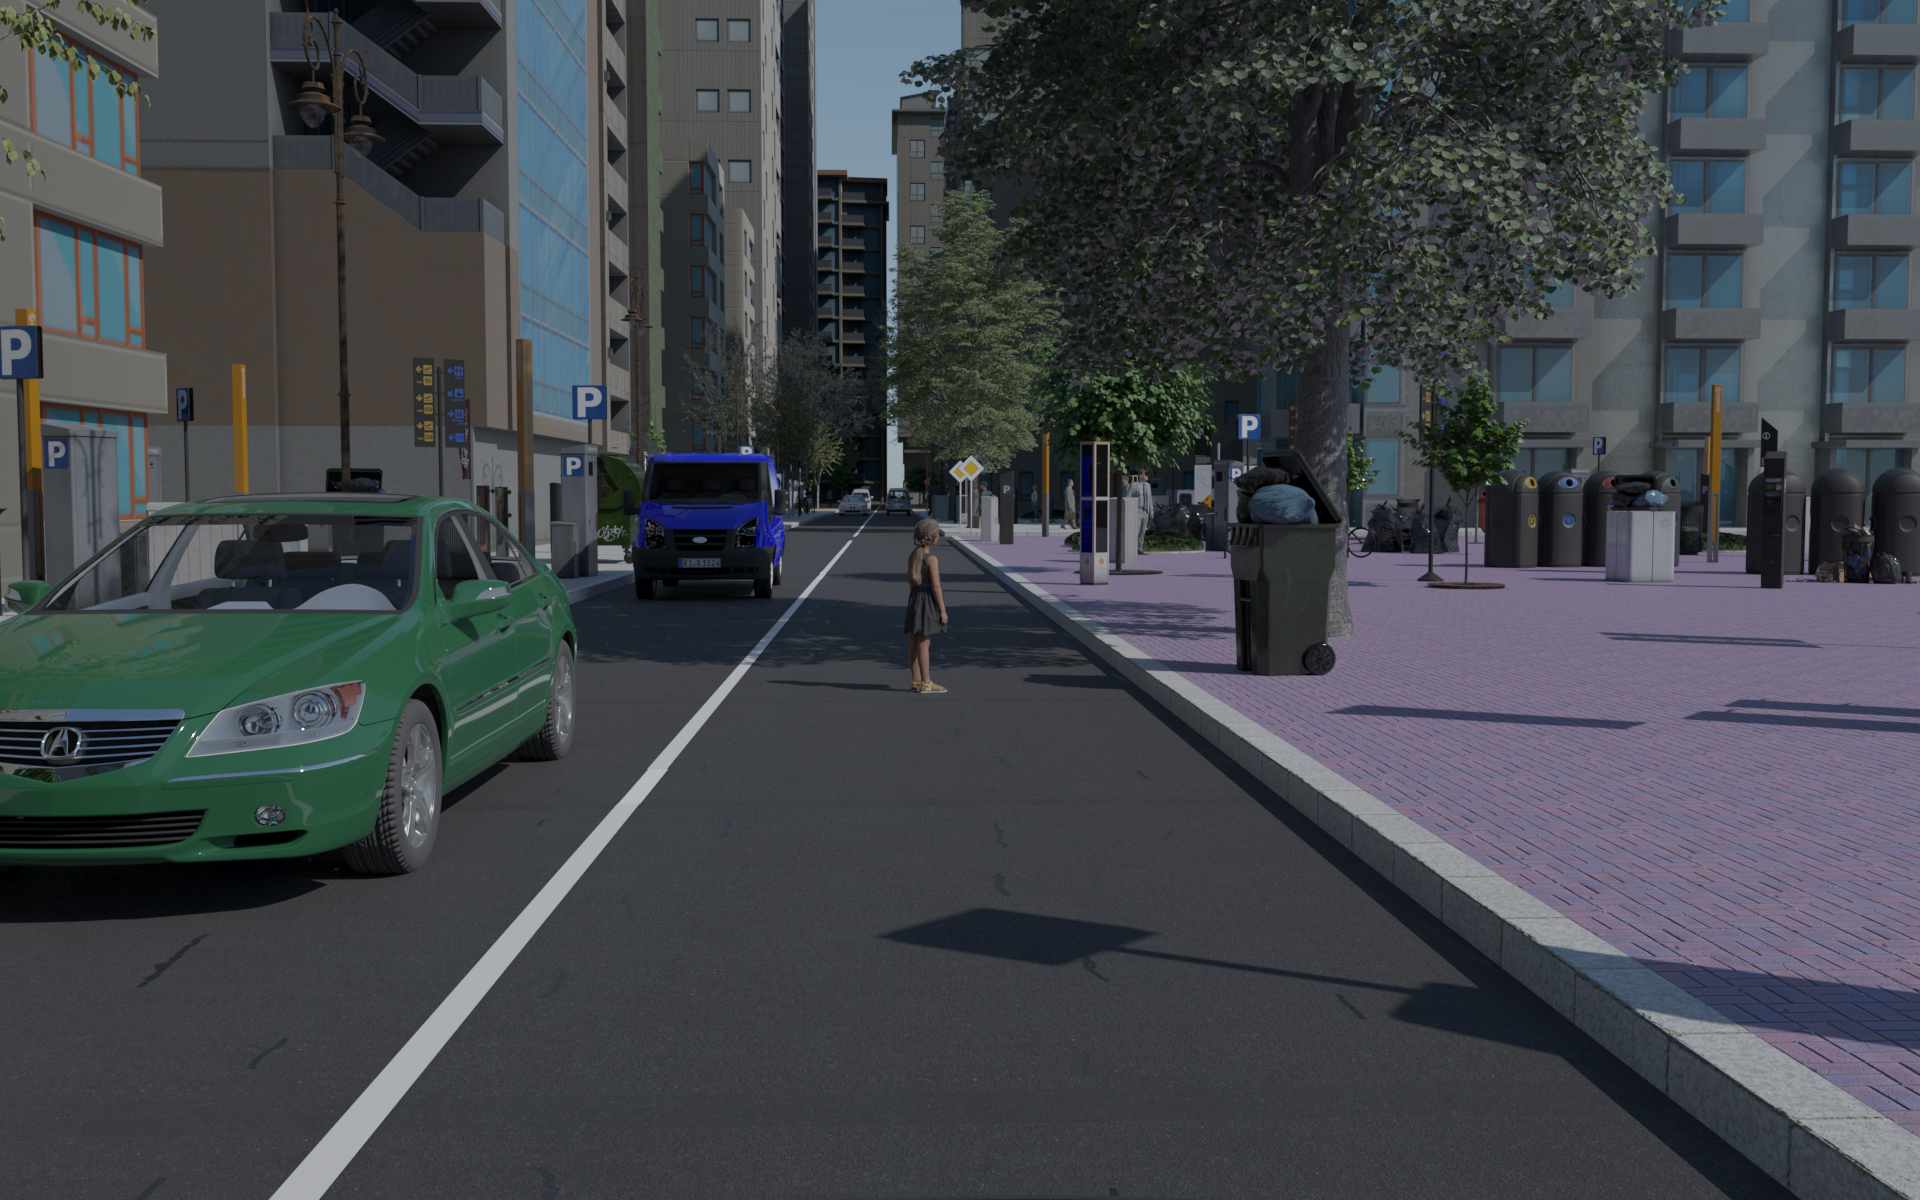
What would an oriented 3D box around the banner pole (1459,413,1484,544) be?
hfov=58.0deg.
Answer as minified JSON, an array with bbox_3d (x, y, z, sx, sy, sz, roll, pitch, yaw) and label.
[{"bbox_3d":[13.199,-3.357,44.908,0.863,3.779,0.401,3,5,41],"label":"banner pole"}]

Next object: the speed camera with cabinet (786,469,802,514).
[{"bbox_3d":[-10.865,-7.270,113.195,0.660,3.252,2.038,0,4,-6],"label":"speed camera with cabinet"}]

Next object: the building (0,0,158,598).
[{"bbox_3d":[-25.248,-10.138,10.803,27.650,21.520,28.899,0,4,-2],"label":"building"}]

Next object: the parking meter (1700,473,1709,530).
[{"bbox_3d":[20.576,-2.563,47.621,0.255,1.863,0.399,-2,4,-25],"label":"parking meter"}]

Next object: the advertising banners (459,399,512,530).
[{"bbox_3d":[-8.688,-2.164,31.572,0.090,3.025,2.074,-3,5,-40],"label":"advertising banners"}]

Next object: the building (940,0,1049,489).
[{"bbox_3d":[8.509,-44.539,166.457,20.563,71.187,20.611,0,4,-2],"label":"building"}]

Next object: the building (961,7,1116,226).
[{"bbox_3d":[7.031,-28.525,149.983,14.154,41.232,14.086,0,4,-2],"label":"building"}]

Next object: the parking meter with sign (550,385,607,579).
[{"bbox_3d":[-5.963,-1.879,26.990,0.543,3.016,1.738,0,4,2],"label":"parking meter with sign"}]

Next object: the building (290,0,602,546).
[{"bbox_3d":[-17.214,-23.967,41.972,14.200,45.320,14.600,0,4,-2],"label":"building"}]

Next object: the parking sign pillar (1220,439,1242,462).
[{"bbox_3d":[11.234,-5.045,70.965,1.447,3.967,1.447,0,4,-8],"label":"parking sign pillar"}]

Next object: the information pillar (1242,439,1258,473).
[{"bbox_3d":[8.483,-3.638,50.844,0.504,3.616,0.183,-1,4,-14],"label":"information pillar"}]

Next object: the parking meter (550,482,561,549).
[{"bbox_3d":[-8.822,-1.814,38.076,0.372,1.533,0.369,0,3,0],"label":"parking meter"}]

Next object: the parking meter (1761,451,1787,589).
[{"bbox_3d":[11.070,-1.091,23.556,0.255,1.863,0.399,2,4,31],"label":"parking meter"}]

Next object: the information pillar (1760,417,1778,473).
[{"bbox_3d":[24.686,-3.766,52.934,0.504,3.616,0.183,1,4,10],"label":"information pillar"}]

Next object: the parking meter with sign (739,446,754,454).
[{"bbox_3d":[-8.036,-4.119,63.607,0.543,3.016,1.738,-1,4,-20],"label":"parking meter with sign"}]

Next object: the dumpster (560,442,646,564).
[{"bbox_3d":[-6.599,-1.833,32.462,1.502,2.255,1.985,0,4,-2],"label":"dumpster"}]

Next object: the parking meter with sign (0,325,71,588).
[{"bbox_3d":[-9.528,-1.381,18.834,0.543,3.016,1.738,1,4,17],"label":"parking meter with sign"}]

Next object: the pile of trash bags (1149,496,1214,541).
[{"bbox_3d":[6.926,-2.299,47.335,3.447,1.369,1.912,0,4,-4],"label":"pile of trash bags"}]

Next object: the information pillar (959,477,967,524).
[{"bbox_3d":[0.142,-4.226,73.587,0.304,2.012,0.304,1,4,8],"label":"information pillar"}]

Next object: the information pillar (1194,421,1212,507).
[{"bbox_3d":[6.910,-3.548,49.368,0.504,3.616,0.183,0,4,7],"label":"information pillar"}]

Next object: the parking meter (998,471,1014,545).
[{"bbox_3d":[1.164,-2.347,44.076,0.399,1.863,0.255,0,4,-2],"label":"parking meter"}]

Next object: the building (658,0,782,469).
[{"bbox_3d":[-29.382,-34.153,147.641,28.713,52.752,27.495,0,4,-2],"label":"building"}]

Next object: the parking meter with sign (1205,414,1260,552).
[{"bbox_3d":[6.028,-2.597,38.729,0.543,3.016,1.738,-1,4,-20],"label":"parking meter with sign"}]

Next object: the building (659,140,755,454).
[{"bbox_3d":[-26.708,-15.520,98.787,27.650,21.520,28.899,0,4,-2],"label":"building"}]

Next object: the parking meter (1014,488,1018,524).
[{"bbox_3d":[2.316,-4.073,75.005,0.372,1.533,0.369,0,3,0],"label":"parking meter"}]

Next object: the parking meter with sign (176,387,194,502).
[{"bbox_3d":[-13.317,-1.937,27.938,1.738,3.016,0.543,-3,5,-44],"label":"parking meter with sign"}]

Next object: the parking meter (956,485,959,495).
[{"bbox_3d":[-0.107,-5.864,101.587,0.399,1.863,0.255,0,4,6],"label":"parking meter"}]

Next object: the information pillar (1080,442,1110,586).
[{"bbox_3d":[1.898,-1.219,24.426,0.304,2.012,0.304,-3,4,-39],"label":"information pillar"}]

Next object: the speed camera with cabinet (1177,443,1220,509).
[{"bbox_3d":[9.421,-4.482,67.608,0.660,3.252,2.038,-3,5,-42],"label":"speed camera with cabinet"}]

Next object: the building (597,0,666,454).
[{"bbox_3d":[-19.615,-18.116,67.893,14.160,30.474,14.107,0,4,-2],"label":"building"}]

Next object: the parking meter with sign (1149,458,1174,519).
[{"bbox_3d":[9.375,-5.303,82.967,1.738,3.016,0.543,0,4,7],"label":"parking meter with sign"}]

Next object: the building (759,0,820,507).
[{"bbox_3d":[-26.763,-46.305,195.334,20.611,71.187,20.563,0,4,-2],"label":"building"}]

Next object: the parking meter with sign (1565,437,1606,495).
[{"bbox_3d":[18.666,-3.445,52.580,1.738,3.016,0.543,-1,4,-15],"label":"parking meter with sign"}]

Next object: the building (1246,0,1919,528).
[{"bbox_3d":[27.654,-27.816,74.395,30.456,49.044,23.786,0,4,-2],"label":"building"}]

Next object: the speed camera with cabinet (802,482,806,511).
[{"bbox_3d":[-12.987,-8.541,133.975,2.038,3.252,0.660,-1,4,-22],"label":"speed camera with cabinet"}]

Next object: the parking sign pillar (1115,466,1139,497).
[{"bbox_3d":[7.805,-5.579,79.689,1.447,3.967,1.447,-2,4,-23],"label":"parking sign pillar"}]

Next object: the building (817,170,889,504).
[{"bbox_3d":[-23.850,-35.264,231.193,28.867,44.769,22.147,0,4,-2],"label":"building"}]

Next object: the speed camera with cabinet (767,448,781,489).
[{"bbox_3d":[-8.371,-4.883,74.176,0.660,3.252,2.038,1,4,21],"label":"speed camera with cabinet"}]

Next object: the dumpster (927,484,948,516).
[{"bbox_3d":[-1.310,-5.935,102.800,1.264,1.857,1.865,0,4,-2],"label":"dumpster"}]

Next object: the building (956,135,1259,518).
[{"bbox_3d":[14.033,-16.029,107.109,27.650,21.520,28.899,0,4,-2],"label":"building"}]

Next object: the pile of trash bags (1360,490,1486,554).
[{"bbox_3d":[10.406,-1.712,37.744,1.912,1.369,3.447,-3,4,-38],"label":"pile of trash bags"}]

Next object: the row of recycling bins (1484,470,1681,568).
[{"bbox_3d":[10.957,-1.435,30.571,3.534,1.692,1.069,-1,4,-10],"label":"row of recycling bins"}]

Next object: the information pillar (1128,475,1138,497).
[{"bbox_3d":[6.763,-3.885,68.009,0.304,2.012,0.304,-3,5,-45],"label":"information pillar"}]

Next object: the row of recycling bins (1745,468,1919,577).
[{"bbox_3d":[14.402,-1.243,27.443,3.534,1.692,1.069,1,4,11],"label":"row of recycling bins"}]

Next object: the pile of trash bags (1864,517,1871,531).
[{"bbox_3d":[24.756,-2.276,46.969,1.912,1.369,3.447,3,5,41],"label":"pile of trash bags"}]

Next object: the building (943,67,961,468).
[{"bbox_3d":[9.427,-35.050,192.681,23.786,49.044,30.456,0,4,-2],"label":"building"}]
